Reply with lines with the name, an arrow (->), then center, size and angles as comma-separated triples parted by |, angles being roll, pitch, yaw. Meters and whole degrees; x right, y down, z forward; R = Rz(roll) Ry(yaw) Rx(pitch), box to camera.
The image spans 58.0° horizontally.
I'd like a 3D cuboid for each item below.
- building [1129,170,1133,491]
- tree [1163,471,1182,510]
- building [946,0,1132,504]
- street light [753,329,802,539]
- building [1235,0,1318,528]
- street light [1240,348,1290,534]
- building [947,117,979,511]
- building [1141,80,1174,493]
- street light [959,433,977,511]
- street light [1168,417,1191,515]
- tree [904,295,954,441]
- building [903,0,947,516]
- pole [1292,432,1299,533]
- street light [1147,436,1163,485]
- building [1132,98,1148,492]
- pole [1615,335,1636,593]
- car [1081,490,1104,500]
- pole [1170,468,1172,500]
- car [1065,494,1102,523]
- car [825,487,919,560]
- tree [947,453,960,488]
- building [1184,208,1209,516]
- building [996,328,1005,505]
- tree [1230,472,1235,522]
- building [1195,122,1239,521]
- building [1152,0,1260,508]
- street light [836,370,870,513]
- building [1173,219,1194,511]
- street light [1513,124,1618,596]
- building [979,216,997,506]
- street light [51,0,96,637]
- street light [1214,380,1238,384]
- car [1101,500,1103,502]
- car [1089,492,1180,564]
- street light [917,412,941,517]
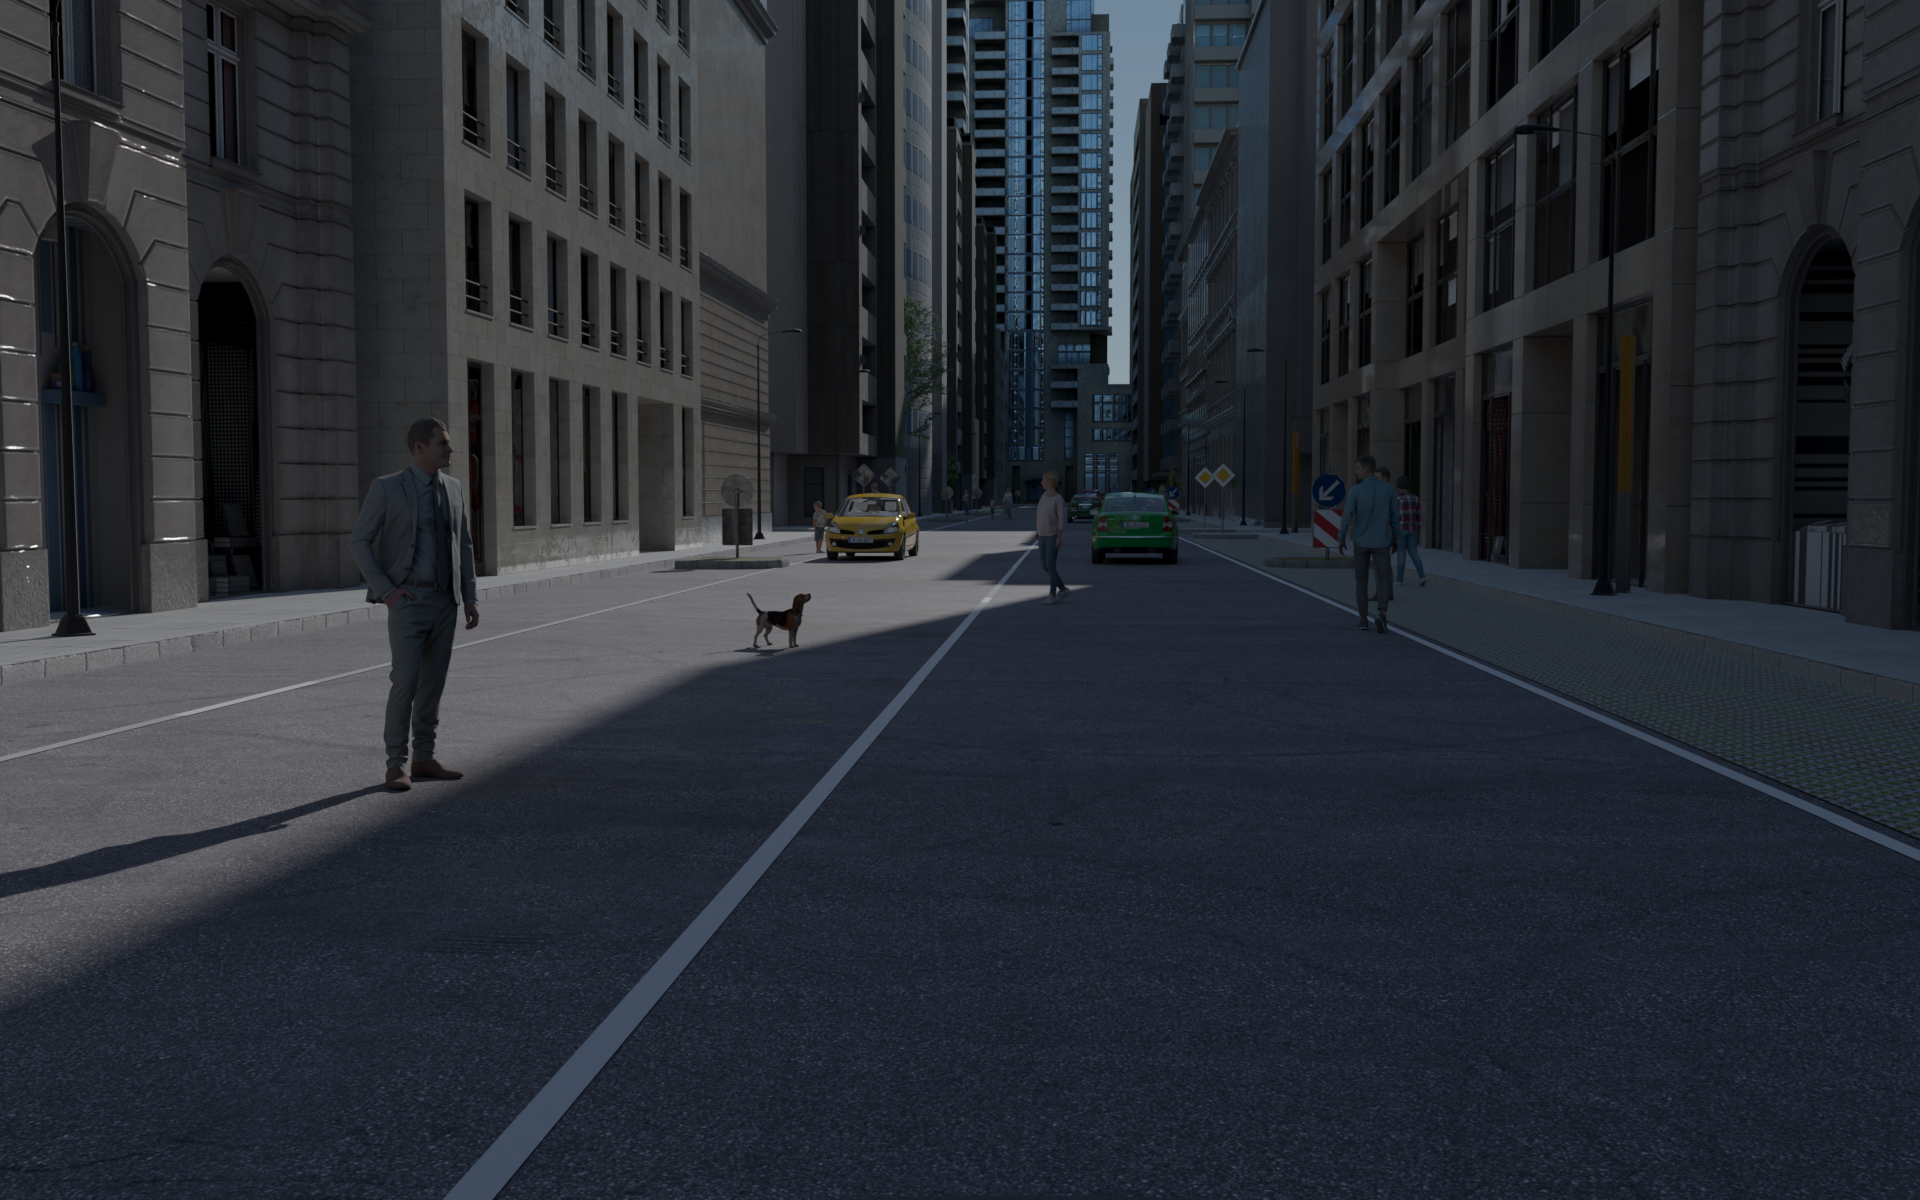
building -> 29.707, -35.406, 229.001 | 14.200, 45.320, 14.600 | 0, 4, 4
tree -> 17.721, -9.209, 145.174 | 1.663, 3.219, 1.824 | 0, 3, 0
building -> 7.370, -56.250, 232.352 | 31.000, 86.520, 22.319 | 0, 4, 4
street light -> -5.147, -4.669, 48.874 | 1.470, 5.913, 1.316 | 0, 4, 4
building -> 26.708, -15.281, 68.904 | 30.058, 24.678, 14.314 | 0, 4, 4
street light -> 9.830, -5.060, 55.272 | 1.470, 5.913, 1.316 | 0, 4, 4
building -> -6.205, -22.110, 133.192 | 14.160, 30.474, 14.107 | 0, 4, 4
building -> 26.930, -32.726, 185.178 | 14.600, 45.320, 14.200 | 0, 4, 4
street light -> 0.590, -9.744, 131.860 | 1.470, 5.913, 1.316 | 0, 4, 4
street light -> 13.271, -8.081, 104.666 | 1.470, 5.913, 1.316 | 0, 4, 4
tree -> -3.908, -9.691, 84.197 | 9.928, 11.665, 9.643 | 0, 3, 0
building -> -12.330, -34.347, 103.581 | 21.231, 58.520, 28.212 | 0, 4, 4
pole -> 11.008, -3.852, 56.824 | 0.158, 3.312, 0.155 | 0, 3, 0
street light -> 15.633, -10.146, 138.426 | 1.470, 5.913, 1.316 | 0, 4, 4
building -> 31.227, -35.412, 202.695 | 21.300, 48.544, 21.600 | 0, 4, 4
pole -> 8.600, -1.745, 22.372 | 0.158, 3.312, 0.155 | 0, 3, 0
car -> 11.059, -8.445, 146.756 | 2.281, 1.827, 5.304 | 0, 4, 5
pole -> 16.665, -8.733, 136.622 | 0.158, 3.312, 0.155 | 0, 3, 0
car -> 6.330, -4.608, 87.141 | 2.131, 1.459, 4.920 | 0, 4, 5
car -> -1.937, -1.746, 38.773 | 2.015, 1.641, 3.980 | 0, 4, 5
tree -> -1.507, -8.524, 123.088 | 4.285, 4.588, 4.351 | 0, 3, 0
building -> 19.612, -15.936, 109.709 | 9.793, 20.994, 18.267 | 0, 4, 4
building -> -9.740, -21.953, 203.970 | 28.899, 21.520, 27.650 | 0, 4, 4
tree -> 12.920, -5.176, 79.234 | 1.663, 3.219, 1.824 | 0, 3, 0
building -> 18.698, -15.526, 90.004 | 11.583, 22.565, 21.152 | 0, 4, 4
building -> 30.467, -33.186, 162.192 | 23.786, 49.044, 30.456 | 0, 4, 4
street light -> -4.070, -5.642, 64.780 | 1.470, 5.913, 1.316 | 0, 4, 4
building -> 21.869, -18.331, 128.592 | 11.050, 23.489, 19.941 | 0, 4, 4
street light -> 7.640, -3.017, 21.865 | 1.470, 5.913, 1.316 | 0, 4, 4
building -> -3.548, -24.932, 179.336 | 14.160, 30.474, 14.107 | 0, 4, 4
street light -> -7.494, -2.626, 15.478 | 1.470, 5.913, 1.316 | 0, 4, 4
street light -> 11.067, -6.008, 70.774 | 1.470, 5.913, 1.316 | 0, 4, 4
car -> 8.754, -5.342, 96.142 | 1.959, 1.807, 4.718 | 0, 4, 2
car -> 3.727, -1.724, 36.988 | 1.959, 1.807, 4.718 | 0, 4, 6
street light -> -1.753, -7.699, 98.425 | 1.470, 5.913, 1.316 | 0, 4, 4
